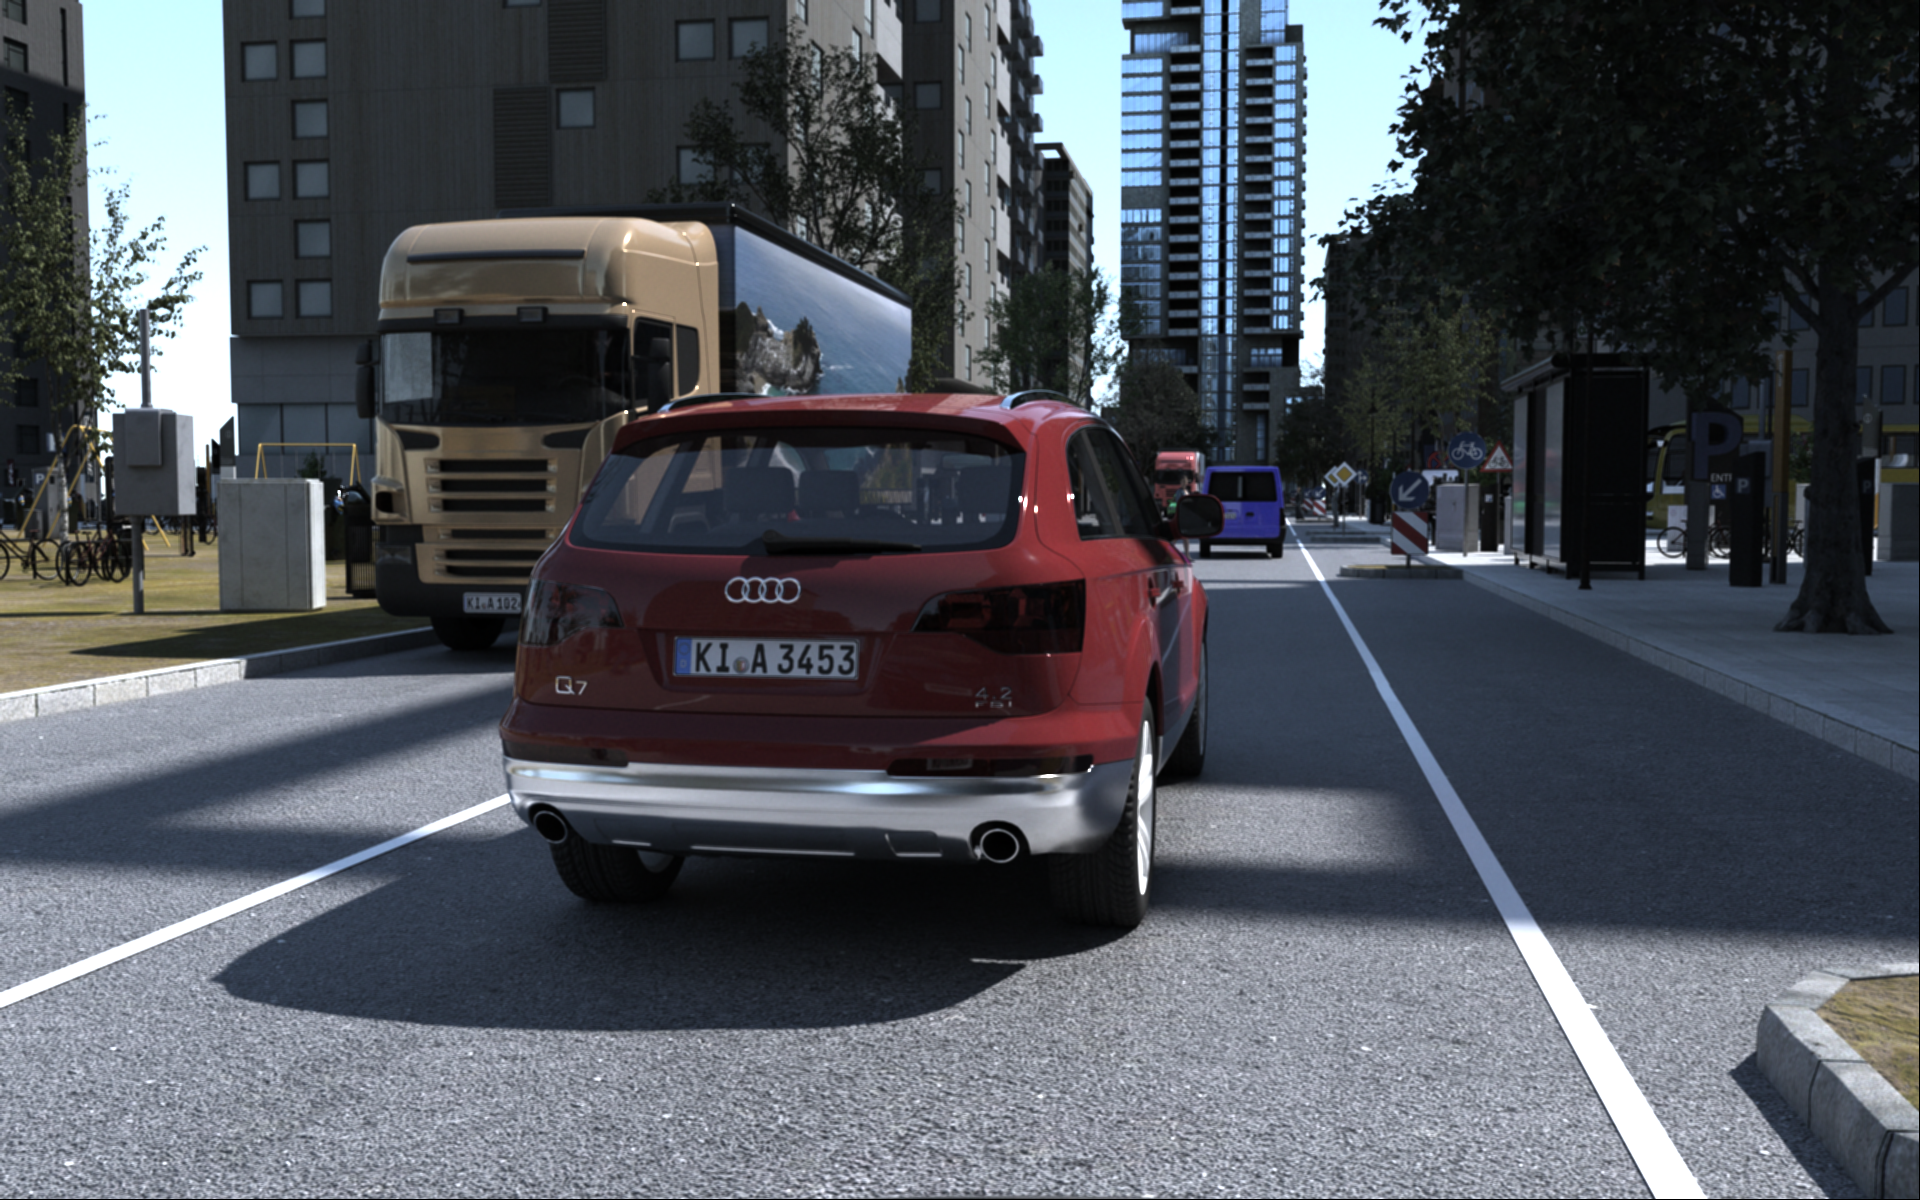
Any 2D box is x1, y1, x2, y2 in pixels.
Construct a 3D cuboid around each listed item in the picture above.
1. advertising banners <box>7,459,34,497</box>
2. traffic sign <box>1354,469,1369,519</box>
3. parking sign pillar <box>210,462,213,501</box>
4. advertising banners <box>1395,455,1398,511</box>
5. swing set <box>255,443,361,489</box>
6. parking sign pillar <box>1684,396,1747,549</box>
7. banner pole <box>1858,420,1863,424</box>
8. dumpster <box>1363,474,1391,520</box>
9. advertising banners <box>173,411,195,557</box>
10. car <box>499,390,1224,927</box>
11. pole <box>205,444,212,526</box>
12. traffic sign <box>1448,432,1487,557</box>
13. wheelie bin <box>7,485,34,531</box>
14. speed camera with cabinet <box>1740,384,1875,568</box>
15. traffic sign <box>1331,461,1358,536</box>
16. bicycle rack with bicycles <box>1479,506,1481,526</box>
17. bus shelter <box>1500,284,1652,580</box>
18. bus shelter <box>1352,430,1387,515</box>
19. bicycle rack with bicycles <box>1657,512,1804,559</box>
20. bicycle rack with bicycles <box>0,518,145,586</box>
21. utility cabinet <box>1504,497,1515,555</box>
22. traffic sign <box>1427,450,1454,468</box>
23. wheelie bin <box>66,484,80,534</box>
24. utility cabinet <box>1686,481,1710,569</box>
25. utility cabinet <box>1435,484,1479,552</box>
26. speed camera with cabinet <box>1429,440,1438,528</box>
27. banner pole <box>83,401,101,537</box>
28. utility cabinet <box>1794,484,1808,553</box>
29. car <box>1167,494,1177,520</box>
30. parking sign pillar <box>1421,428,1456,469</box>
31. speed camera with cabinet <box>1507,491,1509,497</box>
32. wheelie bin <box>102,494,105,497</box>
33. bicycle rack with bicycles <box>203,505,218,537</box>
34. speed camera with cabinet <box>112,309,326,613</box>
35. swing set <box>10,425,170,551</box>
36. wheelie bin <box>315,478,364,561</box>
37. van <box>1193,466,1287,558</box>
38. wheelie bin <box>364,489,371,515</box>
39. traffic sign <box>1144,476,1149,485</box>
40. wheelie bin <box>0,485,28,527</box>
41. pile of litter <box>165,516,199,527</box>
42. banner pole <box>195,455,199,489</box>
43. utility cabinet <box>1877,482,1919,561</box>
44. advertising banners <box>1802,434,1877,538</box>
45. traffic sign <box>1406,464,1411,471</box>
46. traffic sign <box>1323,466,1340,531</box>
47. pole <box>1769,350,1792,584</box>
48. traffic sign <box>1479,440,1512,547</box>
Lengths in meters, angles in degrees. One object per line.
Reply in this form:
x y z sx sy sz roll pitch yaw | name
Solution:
-46.881 -5.524 86.512 2.074 3.025 0.090 2 4 27 | advertising banners
20.399 -5.385 88.145 0.768 2.556 0.104 1 4 17 | traffic sign
-57.839 -8.872 133.524 1.447 3.967 1.447 -3 5 -42 | parking sign pillar
19.289 -4.913 76.510 0.090 3.025 2.074 1 4 17 | advertising banners
-20.143 -3.441 53.880 3.119 2.851 2.862 0 4 -8 | swing set
18.013 -3.230 41.280 1.447 3.967 1.447 0 4 3 | parking sign pillar
30.310 -4.196 58.624 0.401 3.779 0.863 0 4 2 | banner pole
20.574 -5.035 84.821 1.502 2.255 1.985 1 4 10 | dumpster
-16.229 -2.444 36.152 0.090 3.025 2.074 -2 4 -33 | advertising banners
-0.055 0.076 7.423 2.281 1.827 5.304 1 4 11 | car
-30.632 -4.694 70.594 0.158 3.312 0.155 0 3 0 | pole
10.349 -2.159 35.399 0.768 2.556 0.104 1 4 17 | traffic sign
-32.875 -3.237 60.837 0.693 1.594 0.980 -3 4 -38 | wheelie bin
14.465 -2.156 29.592 2.038 3.252 0.660 3 4 37 | speed camera with cabinet
11.705 -3.007 52.799 0.795 2.450 0.064 1 4 10 | traffic sign
23.864 -3.890 76.987 2.852 0.926 2.925 2 4 27 | bicycle rack with bicycles
10.639 -3.196 29.884 2.179 5.291 8.768 1 4 10 | bus shelter
25.306 -7.884 106.531 2.179 5.291 8.768 1 4 10 | bus shelter
15.924 -1.318 34.926 2.925 0.926 2.852 3 5 40 | bicycle rack with bicycles
-13.094 -0.731 25.337 2.852 0.926 2.925 1 4 9 | bicycle rack with bicycles
11.944 -1.554 36.570 1.020 1.237 0.306 -2 4 -33 | utility cabinet
14.037 -3.090 50.632 0.768 2.556 0.104 1 4 14 | traffic sign
-28.815 -2.927 55.766 0.980 1.594 0.693 2 4 27 | wheelie bin
12.703 -1.290 29.772 0.318 1.500 1.173 2 4 26 | utility cabinet
11.012 -1.818 38.402 0.318 1.500 1.173 -1 4 -19 | utility cabinet
17.342 -4.285 64.395 0.660 3.252 2.038 0 4 1 | speed camera with cabinet
-23.176 -3.443 46.309 0.401 3.779 0.863 0 4 3 | banner pole
18.589 -1.752 37.320 1.173 1.500 0.318 -1 4 -17 | utility cabinet
12.450 -5.303 95.505 1.959 1.807 4.718 1 4 12 | car
18.861 -4.880 68.261 1.447 3.967 1.447 0 4 5 | parking sign pillar
34.423 -7.019 109.099 2.038 3.252 0.660 3 4 36 | speed camera with cabinet
-54.003 -6.139 108.284 0.980 1.594 0.693 -1 4 -21 | wheelie bin
-17.658 -1.895 44.360 2.925 0.926 2.852 3 4 39 | bicycle rack with bicycles
-8.040 -1.498 18.828 2.038 3.252 0.660 0 4 -5 | speed camera with cabinet
-20.392 -2.637 40.729 2.862 2.851 3.119 -1 4 -15 | swing set
-12.206 -1.561 33.430 0.980 1.594 0.693 1 4 20 | wheelie bin
6.567 -2.216 40.610 2.240 2.365 5.245 1 4 8 | van
-13.574 -1.905 39.051 0.693 1.594 0.980 -1 4 -18 | wheelie bin
12.948 -7.463 122.125 0.768 2.556 0.104 1 4 17 | traffic sign
-39.711 -3.948 72.454 0.980 1.594 0.693 -2 4 -25 | wheelie bin
-30.890 -3.349 68.724 1.176 0.858 1.719 2 4 29 | pile of litter
-48.852 -7.376 110.610 0.863 3.779 0.401 -3 5 -42 | banner pole
18.106 -1.495 33.114 1.173 1.500 0.318 -1 4 -23 | utility cabinet
25.118 -3.261 49.513 2.074 3.025 0.090 3 5 43 | advertising banners
19.429 -4.585 74.973 0.884 2.594 0.081 1 4 11 | traffic sign
13.118 -3.487 60.659 0.795 2.450 0.064 1 4 10 | traffic sign
11.699 -1.886 24.678 0.158 3.312 0.155 0 3 0 | pole
12.965 -2.552 41.730 0.884 2.594 0.081 1 4 16 | traffic sign
